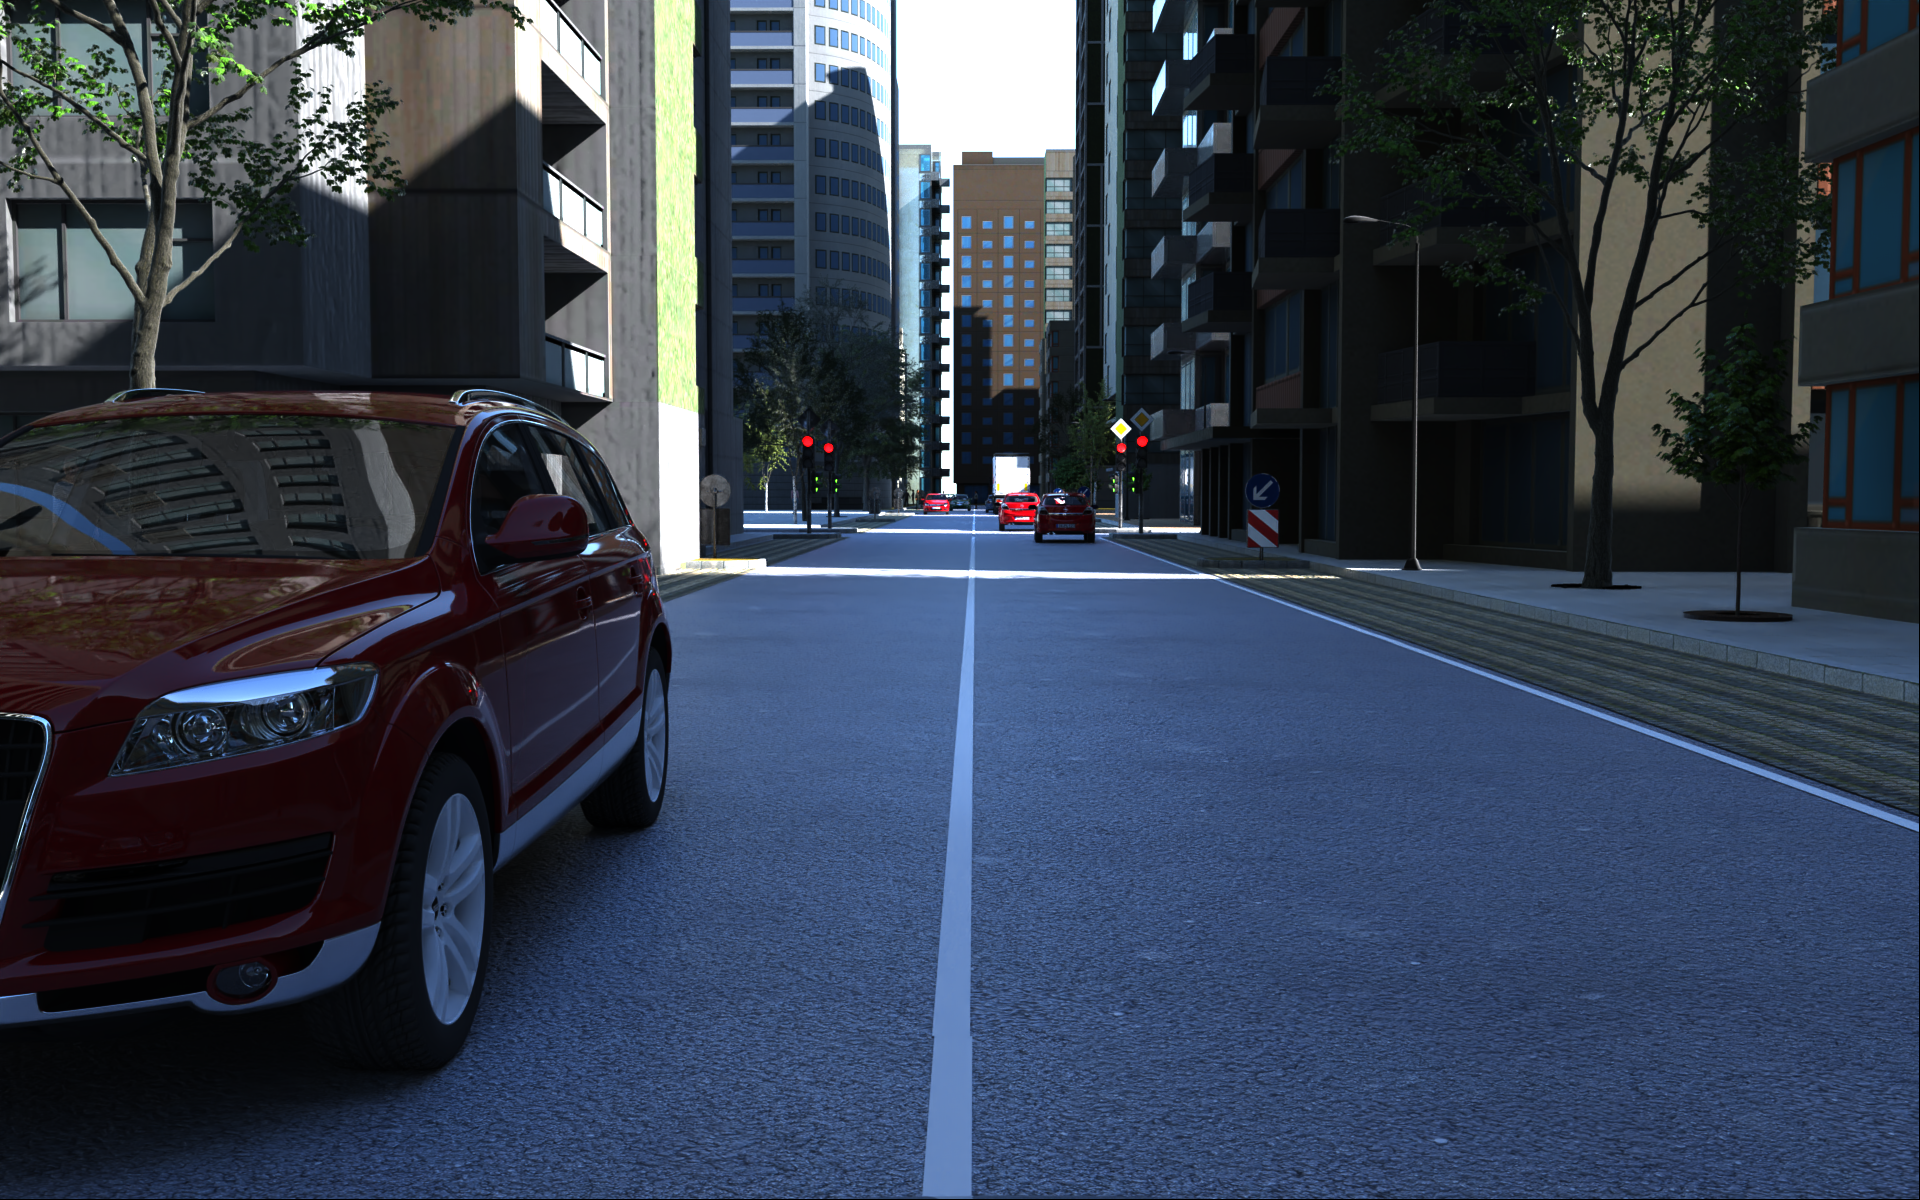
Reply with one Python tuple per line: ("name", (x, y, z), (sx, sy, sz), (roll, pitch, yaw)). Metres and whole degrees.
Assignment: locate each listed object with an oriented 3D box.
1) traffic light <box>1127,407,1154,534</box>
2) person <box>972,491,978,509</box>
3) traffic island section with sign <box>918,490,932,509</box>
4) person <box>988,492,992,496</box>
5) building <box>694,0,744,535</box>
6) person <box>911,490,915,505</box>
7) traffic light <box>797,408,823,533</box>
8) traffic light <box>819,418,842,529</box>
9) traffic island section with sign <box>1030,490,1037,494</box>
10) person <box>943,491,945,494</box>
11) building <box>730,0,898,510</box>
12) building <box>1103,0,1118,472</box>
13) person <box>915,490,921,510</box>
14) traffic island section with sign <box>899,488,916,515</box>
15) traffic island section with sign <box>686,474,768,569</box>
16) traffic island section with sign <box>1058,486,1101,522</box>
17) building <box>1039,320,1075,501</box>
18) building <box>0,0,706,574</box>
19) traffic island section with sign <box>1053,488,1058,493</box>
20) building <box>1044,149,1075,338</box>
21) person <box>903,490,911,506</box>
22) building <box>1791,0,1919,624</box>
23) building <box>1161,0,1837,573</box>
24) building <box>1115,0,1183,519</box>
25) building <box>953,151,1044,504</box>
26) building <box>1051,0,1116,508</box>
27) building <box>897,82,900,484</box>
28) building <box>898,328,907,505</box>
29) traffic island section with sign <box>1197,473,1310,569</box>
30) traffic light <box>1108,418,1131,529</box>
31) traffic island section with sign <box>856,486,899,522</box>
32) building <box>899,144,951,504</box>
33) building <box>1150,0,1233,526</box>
("traffic light", (5.865, -4.116, 56.215), (0.839, 4.253, 0.868), (0, 4, 1))
("person", (1.432, -9.501, 164.632), (0.721, 1.735, 1.217), (-1, 4, -22))
("traffic island section with sign", (-3.636, -9.635, 166.166), (1.989, 1.847, 2.006), (0, 4, 1))
("person", (2.771, -8.685, 151.974), (0.593, 1.643, 0.415), (-1, 4, -9))
("building", (-17.505, -37.089, 44.659), (20.611, 71.187, 20.563), (0, 4, 1))
("person", (-5.777, -12.618, 212.355), (0.705, 1.824, 1.348), (1, 4, 14))
("traffic light", (-4.896, -4.121, 56.293), (0.839, 4.253, 0.868), (0, 4, 1))
("traffic light", (-4.825, -4.609, 64.278), (0.839, 4.253, 0.868), (0, 4, 1))
("traffic island section with sign", (6.880, -9.629, 166.063), (1.989, 1.847, 2.006), (0, 4, 1))
("person", (-1.945, -11.816, 201.778), (0.705, 1.812, 1.348), (0, 4, 1))
("building", (-16.675, -37.353, 152.719), (21.231, 58.520, 28.212), (0, 4, 1))
("building", (24.766, -32.748, 124.675), (28.713, 52.752, 27.495), (0, 4, 1))
("person", (-3.842, -9.149, 158.106), (0.705, 1.821, 1.348), (1, 4, 22))
("traffic island section with sign", (-4.074, -6.618, 116.831), (1.989, 1.847, 2.006), (0, 4, 1))
("traffic island section with sign", (-4.810, -1.546, 33.911), (1.989, 1.847, 2.006), (0, 4, 1))
("traffic island section with sign", (6.211, -4.910, 88.911), (1.989, 1.847, 2.006), (0, 4, 1))
("building", (22.863, -20.905, 186.842), (27.650, 21.520, 28.899), (0, 4, 1))
("building", (-12.276, -21.029, 27.412), (14.154, 41.232, 14.086), (0, 4, 1))
("traffic island section with sign", (6.441, -6.562, 115.918), (1.989, 1.847, 2.006), (0, 4, 1))
("building", (16.991, -32.071, 207.948), (14.154, 41.232, 14.086), (0, 4, 1))
("person", (-5.690, -10.882, 184.509), (0.990, 1.755, 0.434), (2, 4, 29))
("building", (23.199, -9.759, 4.594), (27.650, 21.520, 28.899), (0, 4, 1))
("building", (17.107, -23.616, 40.754), (22.147, 44.769, 28.867), (0, 4, 1))
("building", (15.605, -19.877, 96.687), (14.160, 30.474, 14.107), (0, 4, 1))
("building", (6.269, -35.425, 229.308), (14.200, 45.320, 14.600), (0, 4, 1))
("building", (19.225, -44.123, 159.666), (20.563, 71.187, 20.611), (0, 4, 1))
("building", (-13.313, -32.058, 174.259), (14.600, 45.320, 14.200), (0, 4, 1))
("building", (-21.152, -21.854, 202.345), (28.899, 21.520, 27.650), (0, 4, 1))
("traffic island section with sign", (5.710, -1.554, 34.039), (1.989, 1.847, 2.006), (0, 4, 1))
("traffic light", (5.936, -4.604, 64.199), (0.839, 4.253, 0.868), (0, 4, 1))
("traffic island section with sign", (-4.312, -4.917, 89.013), (1.989, 1.847, 2.006), (0, 4, 1))
("building", (-16.524, -37.628, 234.821), (30.456, 49.044, 23.786), (0, 4, 1))
("building", (23.478, -27.758, 73.451), (30.456, 49.044, 23.786), (0, 4, 1))
